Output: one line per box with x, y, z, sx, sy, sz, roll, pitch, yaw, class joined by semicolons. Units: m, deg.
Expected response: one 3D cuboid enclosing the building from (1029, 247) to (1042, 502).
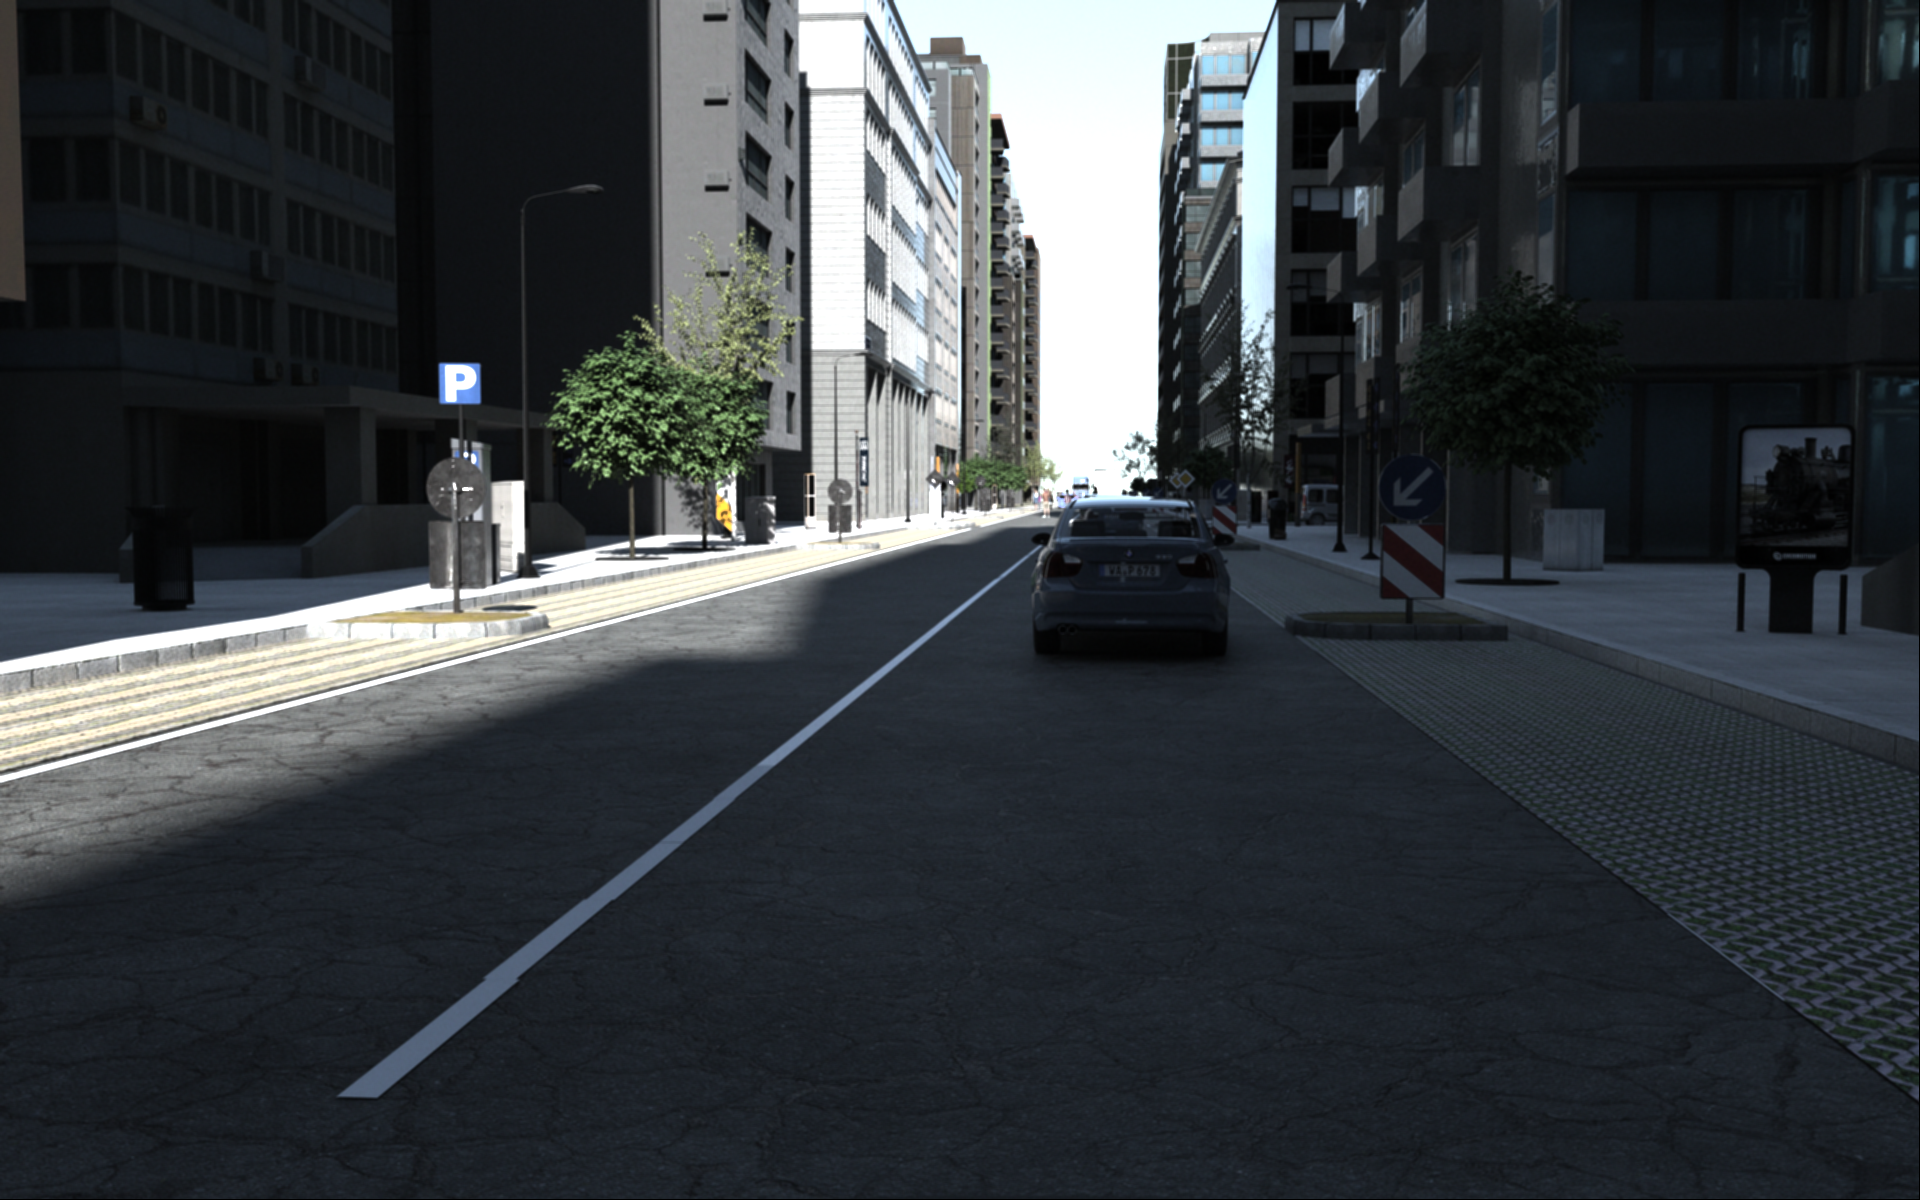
7.127;-40.025;304.526;14.600;45.320;14.200;0;4;5;building

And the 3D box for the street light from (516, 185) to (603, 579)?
-6.057;-3.285;26.243;1.470;5.913;1.316;0;4;5;street light

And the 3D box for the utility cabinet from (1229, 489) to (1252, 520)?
13.554;-4.591;83.741;0.318;1.500;1.173;-3;5;-44;utility cabinet

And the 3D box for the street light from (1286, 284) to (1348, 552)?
7.902;-4.027;38.385;1.470;5.913;1.316;0;4;5;street light

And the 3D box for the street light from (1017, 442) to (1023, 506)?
4.758;-11.154;154.910;1.470;5.913;1.316;0;4;5;street light

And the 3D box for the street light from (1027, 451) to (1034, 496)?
7.180;-13.014;185.316;1.470;5.913;1.316;0;4;5;street light

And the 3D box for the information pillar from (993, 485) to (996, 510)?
2.758;-8.185;138.313;0.304;2.012;0.304;0;3;0;information pillar

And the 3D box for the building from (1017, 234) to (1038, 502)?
1.342;-38.461;283.456;22.147;44.769;28.867;0;4;5;building

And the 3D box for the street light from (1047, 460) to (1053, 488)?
11.612;-16.244;238.134;1.470;5.913;1.316;0;4;5;street light

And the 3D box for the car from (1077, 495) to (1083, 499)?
13.507;-11.710;204.043;1.945;1.354;3.894;0;4;7;car

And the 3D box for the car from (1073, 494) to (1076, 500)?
12.165;-11.070;193.003;2.014;1.417;4.499;0;4;4;car

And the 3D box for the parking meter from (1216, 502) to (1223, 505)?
11.779;-4.463;78.686;0.399;1.863;0.255;1;4;10;parking meter

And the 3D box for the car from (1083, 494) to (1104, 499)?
7.598;-5.339;97.080;2.009;1.686;4.222;0;4;5;car

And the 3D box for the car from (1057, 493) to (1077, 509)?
10.489;-9.804;169.894;1.945;1.707;3.694;0;4;3;car

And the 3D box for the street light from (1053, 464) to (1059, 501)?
14.152;-18.110;268.642;1.470;5.913;1.316;0;4;5;street light

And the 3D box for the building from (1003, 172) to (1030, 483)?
-1.990;-38.794;253.894;23.786;49.044;30.456;0;4;5;building

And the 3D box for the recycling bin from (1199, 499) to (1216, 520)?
12.317;-4.485;85.890;0.722;1.027;0.722;-1;4;-23;recycling bin

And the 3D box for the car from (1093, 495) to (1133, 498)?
4.627;-2.449;52.037;2.014;1.417;4.499;0;4;6;car

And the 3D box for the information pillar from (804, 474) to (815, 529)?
-5.458;-3.579;63.002;0.304;2.012;0.304;-2;4;-30;information pillar

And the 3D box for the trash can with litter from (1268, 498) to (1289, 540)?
9.069;-2.300;48.990;0.624;1.170;1.055;0;4;0;trash can with litter

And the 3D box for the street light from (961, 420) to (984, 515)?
0.808;-8.304;108.315;1.470;5.913;1.316;0;4;5;street light

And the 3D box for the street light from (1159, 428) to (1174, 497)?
14.734;-9.089;121.148;1.470;5.913;1.316;0;4;5;street light

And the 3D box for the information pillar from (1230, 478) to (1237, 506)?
12.770;-4.667;80.801;0.304;2.012;0.304;1;4;12;information pillar

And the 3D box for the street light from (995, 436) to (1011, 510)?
3.409;-10.188;139.108;1.470;5.913;1.316;0;4;5;street light

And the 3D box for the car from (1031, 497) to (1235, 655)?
1.663;-0.292;16.773;2.014;1.417;4.499;0;4;6;car

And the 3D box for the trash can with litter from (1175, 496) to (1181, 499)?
15.697;-6.999;125.814;0.624;1.170;1.055;-1;4;-16;trash can with litter

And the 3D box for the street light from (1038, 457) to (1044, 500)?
9.701;-14.873;215.713;1.470;5.913;1.316;0;4;5;street light

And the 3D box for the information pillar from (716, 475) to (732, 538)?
-6.819;-3.593;50.105;0.504;3.616;0.183;-3;4;-38;information pillar

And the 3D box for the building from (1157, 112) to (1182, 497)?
35.440;-36.049;213.096;21.300;48.544;21.600;0;4;5;building

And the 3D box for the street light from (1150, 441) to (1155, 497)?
17.262;-10.948;151.545;1.470;5.913;1.316;0;4;5;street light

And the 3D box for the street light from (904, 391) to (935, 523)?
-1.807;-6.446;77.926;1.470;5.913;1.316;0;4;5;street light

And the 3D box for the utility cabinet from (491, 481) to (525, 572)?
-7.479;-1.227;28.740;0.318;1.500;1.173;-2;4;-33;utility cabinet

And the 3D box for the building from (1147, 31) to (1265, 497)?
40.325;-51.107;273.852;20.563;71.187;20.611;0;4;5;building

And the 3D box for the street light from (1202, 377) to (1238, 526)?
10.422;-5.900;69.006;1.470;5.913;1.316;0;4;5;street light

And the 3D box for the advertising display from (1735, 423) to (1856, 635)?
7.678;-0.657;15.958;0.974;1.923;0.123;2;4;24;advertising display

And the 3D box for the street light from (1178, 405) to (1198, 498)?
12.284;-7.230;90.745;1.470;5.913;1.316;0;4;5;street light

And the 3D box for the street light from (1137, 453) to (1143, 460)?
21.254;-13.775;197.754;1.470;5.913;1.316;0;4;5;street light

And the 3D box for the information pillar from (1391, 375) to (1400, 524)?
8.527;-2.602;33.904;0.183;3.616;0.504;1;4;18;information pillar

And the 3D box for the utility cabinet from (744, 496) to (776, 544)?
-5.151;-2.043;44.563;0.306;1.237;1.020;-3;5;-40;utility cabinet

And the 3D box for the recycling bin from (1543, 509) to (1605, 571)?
10.324;-1.014;29.140;0.722;1.027;0.722;-2;4;-34;recycling bin

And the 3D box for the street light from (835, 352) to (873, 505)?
-3.535;-5.155;56.824;1.470;5.913;1.316;0;4;5;street light

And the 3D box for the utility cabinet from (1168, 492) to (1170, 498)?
18.640;-8.684;150.654;1.173;1.500;0.318;2;4;29;utility cabinet
